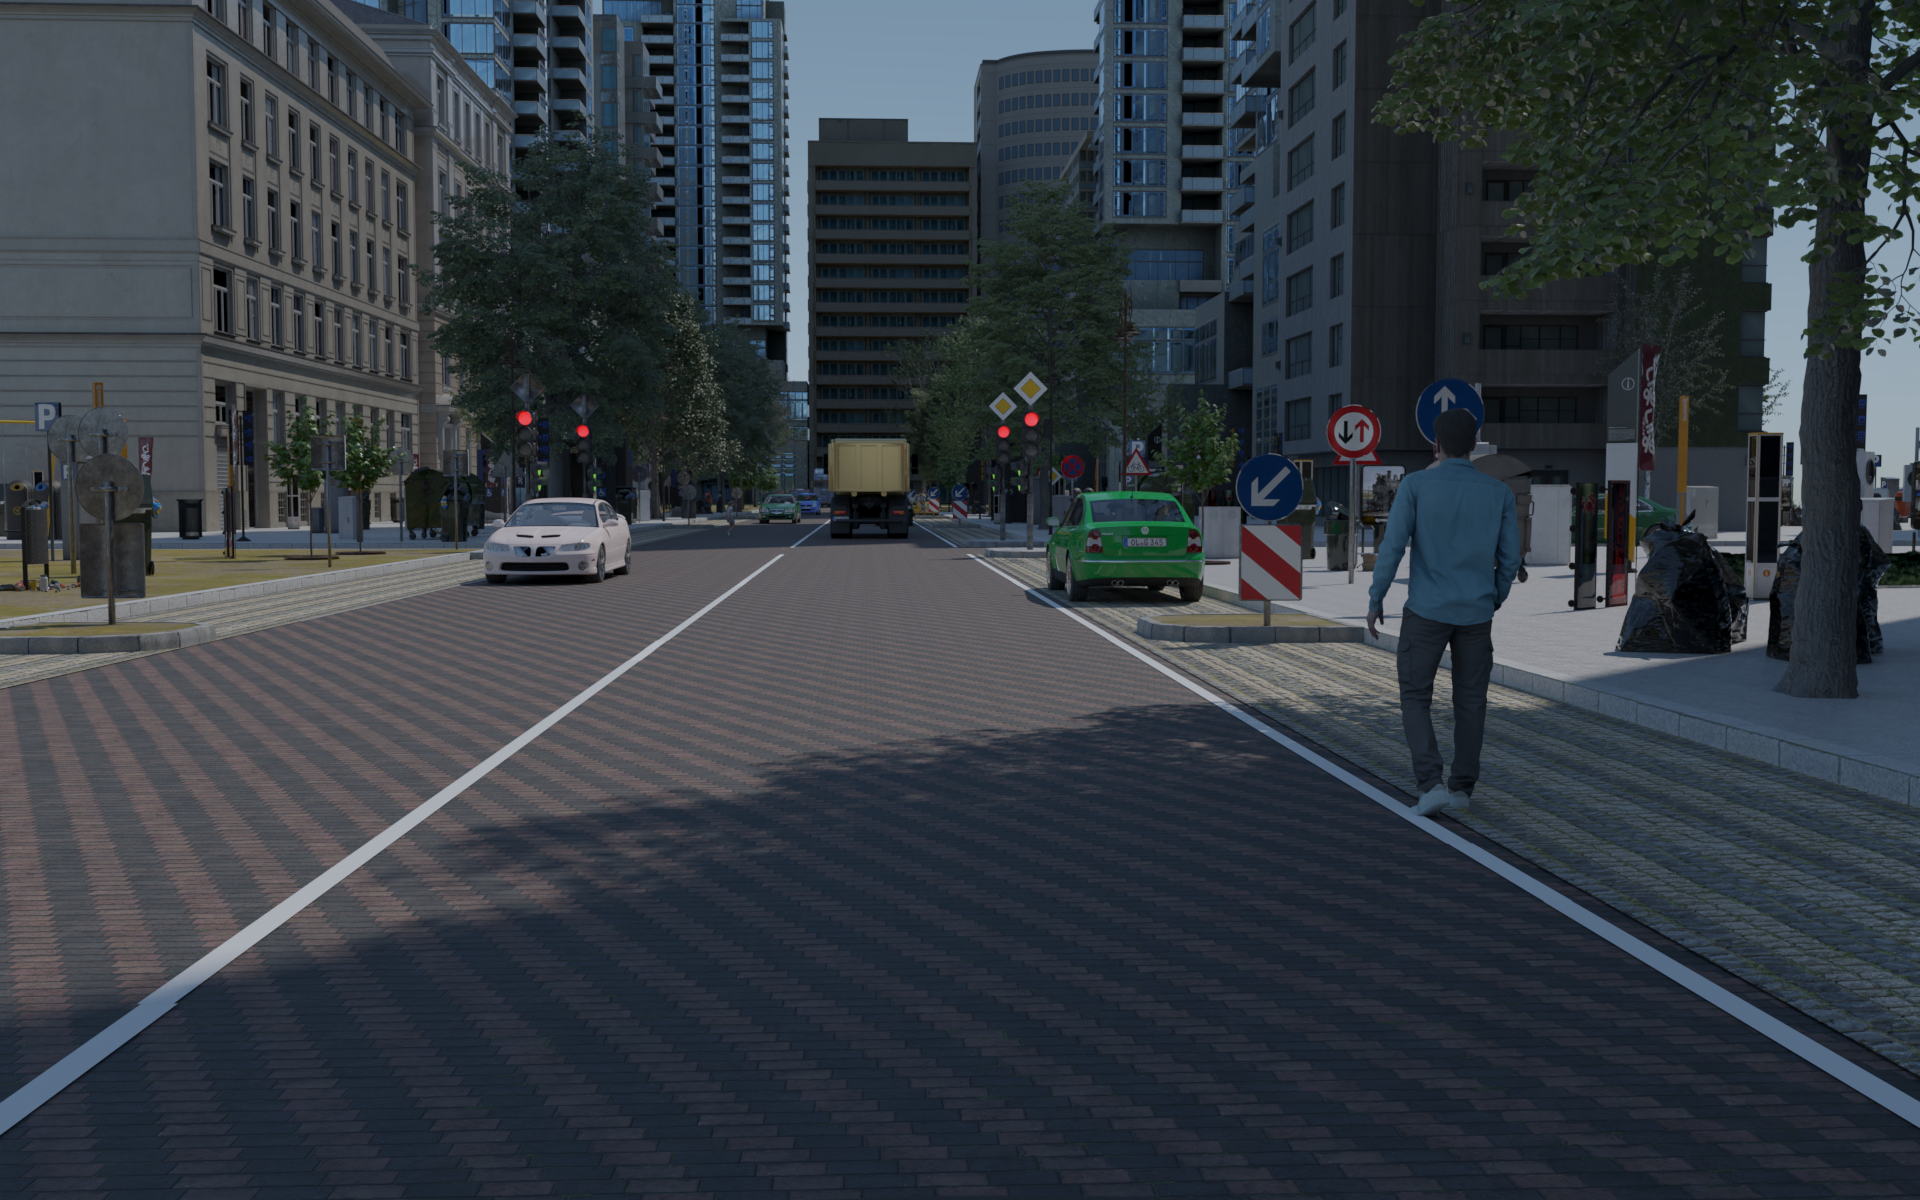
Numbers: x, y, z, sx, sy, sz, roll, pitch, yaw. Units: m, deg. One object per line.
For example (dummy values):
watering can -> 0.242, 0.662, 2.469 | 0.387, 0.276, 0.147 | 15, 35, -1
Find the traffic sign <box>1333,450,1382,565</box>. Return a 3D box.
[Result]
traffic sign -> 7.164, -1.913, 31.285 | 0.884, 2.594, 0.081 | 0, 4, 1

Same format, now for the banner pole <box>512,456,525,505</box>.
banner pole -> -21.580, -5.772, 84.391 | 0.863, 3.779, 0.401 | -2, 4, -32

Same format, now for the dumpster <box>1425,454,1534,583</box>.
dumpster -> 7.660, -1.224, 25.774 | 1.264, 1.857, 1.865 | 0, 4, -3

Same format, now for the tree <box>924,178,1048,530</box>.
tree -> 3.400, -8.824, 62.399 | 7.486, 12.596, 7.792 | 0, 3, 0

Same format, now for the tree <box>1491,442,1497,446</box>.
tree -> 16.567, -3.744, 55.813 | 1.663, 3.219, 1.824 | 0, 3, 0

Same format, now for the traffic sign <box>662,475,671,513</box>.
traffic sign -> -19.225, -7.001, 114.465 | 0.884, 2.594, 0.081 | 0, 4, -2

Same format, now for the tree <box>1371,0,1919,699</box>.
tree -> 5.817, -5.678, 10.969 | 7.486, 12.596, 7.792 | 0, 3, 0

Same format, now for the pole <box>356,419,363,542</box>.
pole -> -16.011, -3.197, 46.117 | 0.158, 3.312, 0.155 | 0, 3, 0

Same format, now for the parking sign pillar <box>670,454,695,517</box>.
parking sign pillar -> -15.765, -6.728, 98.469 | 1.447, 3.967, 1.447 | 1, 4, 19

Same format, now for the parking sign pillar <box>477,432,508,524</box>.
parking sign pillar -> -20.347, -5.308, 75.256 | 1.447, 3.967, 1.447 | 2, 4, 25

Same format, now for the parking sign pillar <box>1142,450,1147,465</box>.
parking sign pillar -> 10.589, -6.532, 95.275 | 1.447, 3.967, 1.447 | 1, 4, 21

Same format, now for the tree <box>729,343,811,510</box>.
tree -> -17.580, -13.953, 138.507 | 12.009, 13.543, 11.850 | 0, 3, 0

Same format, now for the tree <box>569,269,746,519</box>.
tree -> -15.778, -10.501, 88.703 | 9.611, 12.733, 9.660 | 0, 3, 0

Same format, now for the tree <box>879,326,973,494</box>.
tree -> -2.961, -20.640, 193.356 | 12.611, 20.169, 13.585 | 0, 3, 0

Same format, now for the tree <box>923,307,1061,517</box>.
tree -> 1.811, -10.365, 95.224 | 9.928, 11.665, 9.643 | 0, 3, 0

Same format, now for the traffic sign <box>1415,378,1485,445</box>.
traffic sign -> 5.385, -1.164, 19.135 | 0.768, 2.556, 0.104 | 0, 4, -3

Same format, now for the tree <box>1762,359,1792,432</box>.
tree -> 29.968, -7.197, 68.030 | 4.737, 8.622, 4.395 | 0, 3, 0

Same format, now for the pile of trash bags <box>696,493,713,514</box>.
pile of trash bags -> -16.880, -6.277, 112.379 | 1.912, 1.369, 3.447 | 1, 4, 15

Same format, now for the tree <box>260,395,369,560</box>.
tree -> -12.876, -2.405, 33.927 | 1.663, 3.219, 1.824 | 0, 3, 0

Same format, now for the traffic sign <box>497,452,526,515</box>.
traffic sign -> -13.813, -3.261, 53.316 | 0.884, 2.594, 0.081 | 0, 4, -2

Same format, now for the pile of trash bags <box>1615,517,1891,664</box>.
pile of trash bags -> 6.961, -0.242, 13.705 | 1.912, 1.369, 3.447 | -3, 5, -42

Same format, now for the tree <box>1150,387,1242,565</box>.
tree -> 4.305, -2.266, 31.655 | 1.663, 3.219, 1.824 | 0, 3, 0

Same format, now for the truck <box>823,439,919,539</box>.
truck -> -3.077, -3.877, 59.318 | 3.469, 3.379, 9.791 | 0, 4, -3

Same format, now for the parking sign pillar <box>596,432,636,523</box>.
parking sign pillar -> -14.956, -5.353, 75.991 | 1.447, 3.967, 1.447 | 3, 4, 36

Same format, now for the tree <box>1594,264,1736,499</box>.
tree -> 22.103, -6.407, 55.123 | 4.360, 8.622, 3.978 | 0, 3, 0

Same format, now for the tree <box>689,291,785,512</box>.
tree -> -16.487, -12.156, 105.413 | 9.857, 13.997, 8.962 | 0, 3, 0

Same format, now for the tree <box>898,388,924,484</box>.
tree -> -1.920, -14.949, 162.550 | 7.486, 12.596, 7.792 | 0, 3, 0

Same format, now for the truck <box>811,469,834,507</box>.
truck -> -14.709, -12.189, 189.045 | 2.967, 4.110, 18.799 | 0, 4, -5

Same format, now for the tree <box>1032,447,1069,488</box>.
tree -> 6.293, -8.302, 119.455 | 4.285, 4.588, 4.351 | 0, 3, 0

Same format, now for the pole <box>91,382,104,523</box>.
pole -> -15.734, -2.315, 31.688 | 0.158, 3.312, 0.155 | 0, 3, 0

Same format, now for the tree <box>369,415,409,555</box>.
tree -> -12.885, -2.585, 36.870 | 1.663, 3.219, 1.824 | 0, 3, 0

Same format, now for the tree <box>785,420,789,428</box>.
tree -> -16.940, -13.158, 121.781 | 9.857, 13.997, 8.962 | 0, 3, 0

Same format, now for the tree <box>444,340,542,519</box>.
tree -> -21.146, -7.906, 79.633 | 4.737, 8.622, 4.395 | 0, 3, 0

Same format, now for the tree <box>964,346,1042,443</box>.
tree -> 2.382, -8.202, 84.466 | 4.360, 8.622, 3.978 | 0, 3, 0

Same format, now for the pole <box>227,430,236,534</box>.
pole -> -23.269, -3.760, 55.323 | 0.158, 3.312, 0.155 | 0, 3, 0

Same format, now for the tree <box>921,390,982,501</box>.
tree -> -0.263, -10.104, 115.560 | 4.737, 8.622, 4.395 | 0, 3, 0

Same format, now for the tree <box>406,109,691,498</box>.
tree -> -13.901, -9.317, 58.996 | 9.857, 13.997, 8.962 | 0, 3, 0

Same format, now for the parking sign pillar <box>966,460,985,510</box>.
parking sign pillar -> 1.104, -8.019, 119.577 | 1.447, 3.967, 1.447 | 1, 4, 21

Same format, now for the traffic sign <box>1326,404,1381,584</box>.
traffic sign -> 5.602, -1.506, 24.726 | 0.768, 2.556, 0.104 | 0, 4, 4

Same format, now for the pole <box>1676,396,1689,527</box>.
pole -> 15.068, -2.587, 36.133 | 0.158, 3.312, 0.155 | 0, 3, 0

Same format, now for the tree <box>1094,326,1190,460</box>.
tree -> 7.734, -7.600, 74.615 | 4.737, 8.622, 4.395 | 0, 3, 0

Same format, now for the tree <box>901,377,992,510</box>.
tree -> -0.827, -12.497, 138.734 | 7.601, 10.594, 8.767 | 1, 4, 19

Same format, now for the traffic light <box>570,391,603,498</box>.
traffic light -> -10.181, -3.560, 47.128 | 0.839, 4.253, 0.868 | 0, 4, -3

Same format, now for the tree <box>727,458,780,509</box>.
tree -> -18.759, -10.148, 149.627 | 4.285, 4.588, 4.351 | 0, 3, 0

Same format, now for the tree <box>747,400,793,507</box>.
tree -> -19.923, -14.737, 166.707 | 9.928, 11.665, 9.643 | 0, 3, 0

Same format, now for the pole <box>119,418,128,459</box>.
pole -> -22.435, -3.219, 46.467 | 0.158, 3.312, 0.155 | 0, 3, 0

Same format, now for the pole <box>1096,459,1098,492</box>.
pole -> 7.954, -6.560, 101.105 | 0.158, 3.312, 0.155 | 0, 3, 0

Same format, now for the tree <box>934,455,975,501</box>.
tree -> -0.251, -8.857, 128.528 | 4.285, 4.588, 4.351 | 0, 3, 0

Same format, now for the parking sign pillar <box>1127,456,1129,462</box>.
parking sign pillar -> 11.400, -7.671, 113.891 | 1.447, 3.967, 1.447 | 0, 4, 3
